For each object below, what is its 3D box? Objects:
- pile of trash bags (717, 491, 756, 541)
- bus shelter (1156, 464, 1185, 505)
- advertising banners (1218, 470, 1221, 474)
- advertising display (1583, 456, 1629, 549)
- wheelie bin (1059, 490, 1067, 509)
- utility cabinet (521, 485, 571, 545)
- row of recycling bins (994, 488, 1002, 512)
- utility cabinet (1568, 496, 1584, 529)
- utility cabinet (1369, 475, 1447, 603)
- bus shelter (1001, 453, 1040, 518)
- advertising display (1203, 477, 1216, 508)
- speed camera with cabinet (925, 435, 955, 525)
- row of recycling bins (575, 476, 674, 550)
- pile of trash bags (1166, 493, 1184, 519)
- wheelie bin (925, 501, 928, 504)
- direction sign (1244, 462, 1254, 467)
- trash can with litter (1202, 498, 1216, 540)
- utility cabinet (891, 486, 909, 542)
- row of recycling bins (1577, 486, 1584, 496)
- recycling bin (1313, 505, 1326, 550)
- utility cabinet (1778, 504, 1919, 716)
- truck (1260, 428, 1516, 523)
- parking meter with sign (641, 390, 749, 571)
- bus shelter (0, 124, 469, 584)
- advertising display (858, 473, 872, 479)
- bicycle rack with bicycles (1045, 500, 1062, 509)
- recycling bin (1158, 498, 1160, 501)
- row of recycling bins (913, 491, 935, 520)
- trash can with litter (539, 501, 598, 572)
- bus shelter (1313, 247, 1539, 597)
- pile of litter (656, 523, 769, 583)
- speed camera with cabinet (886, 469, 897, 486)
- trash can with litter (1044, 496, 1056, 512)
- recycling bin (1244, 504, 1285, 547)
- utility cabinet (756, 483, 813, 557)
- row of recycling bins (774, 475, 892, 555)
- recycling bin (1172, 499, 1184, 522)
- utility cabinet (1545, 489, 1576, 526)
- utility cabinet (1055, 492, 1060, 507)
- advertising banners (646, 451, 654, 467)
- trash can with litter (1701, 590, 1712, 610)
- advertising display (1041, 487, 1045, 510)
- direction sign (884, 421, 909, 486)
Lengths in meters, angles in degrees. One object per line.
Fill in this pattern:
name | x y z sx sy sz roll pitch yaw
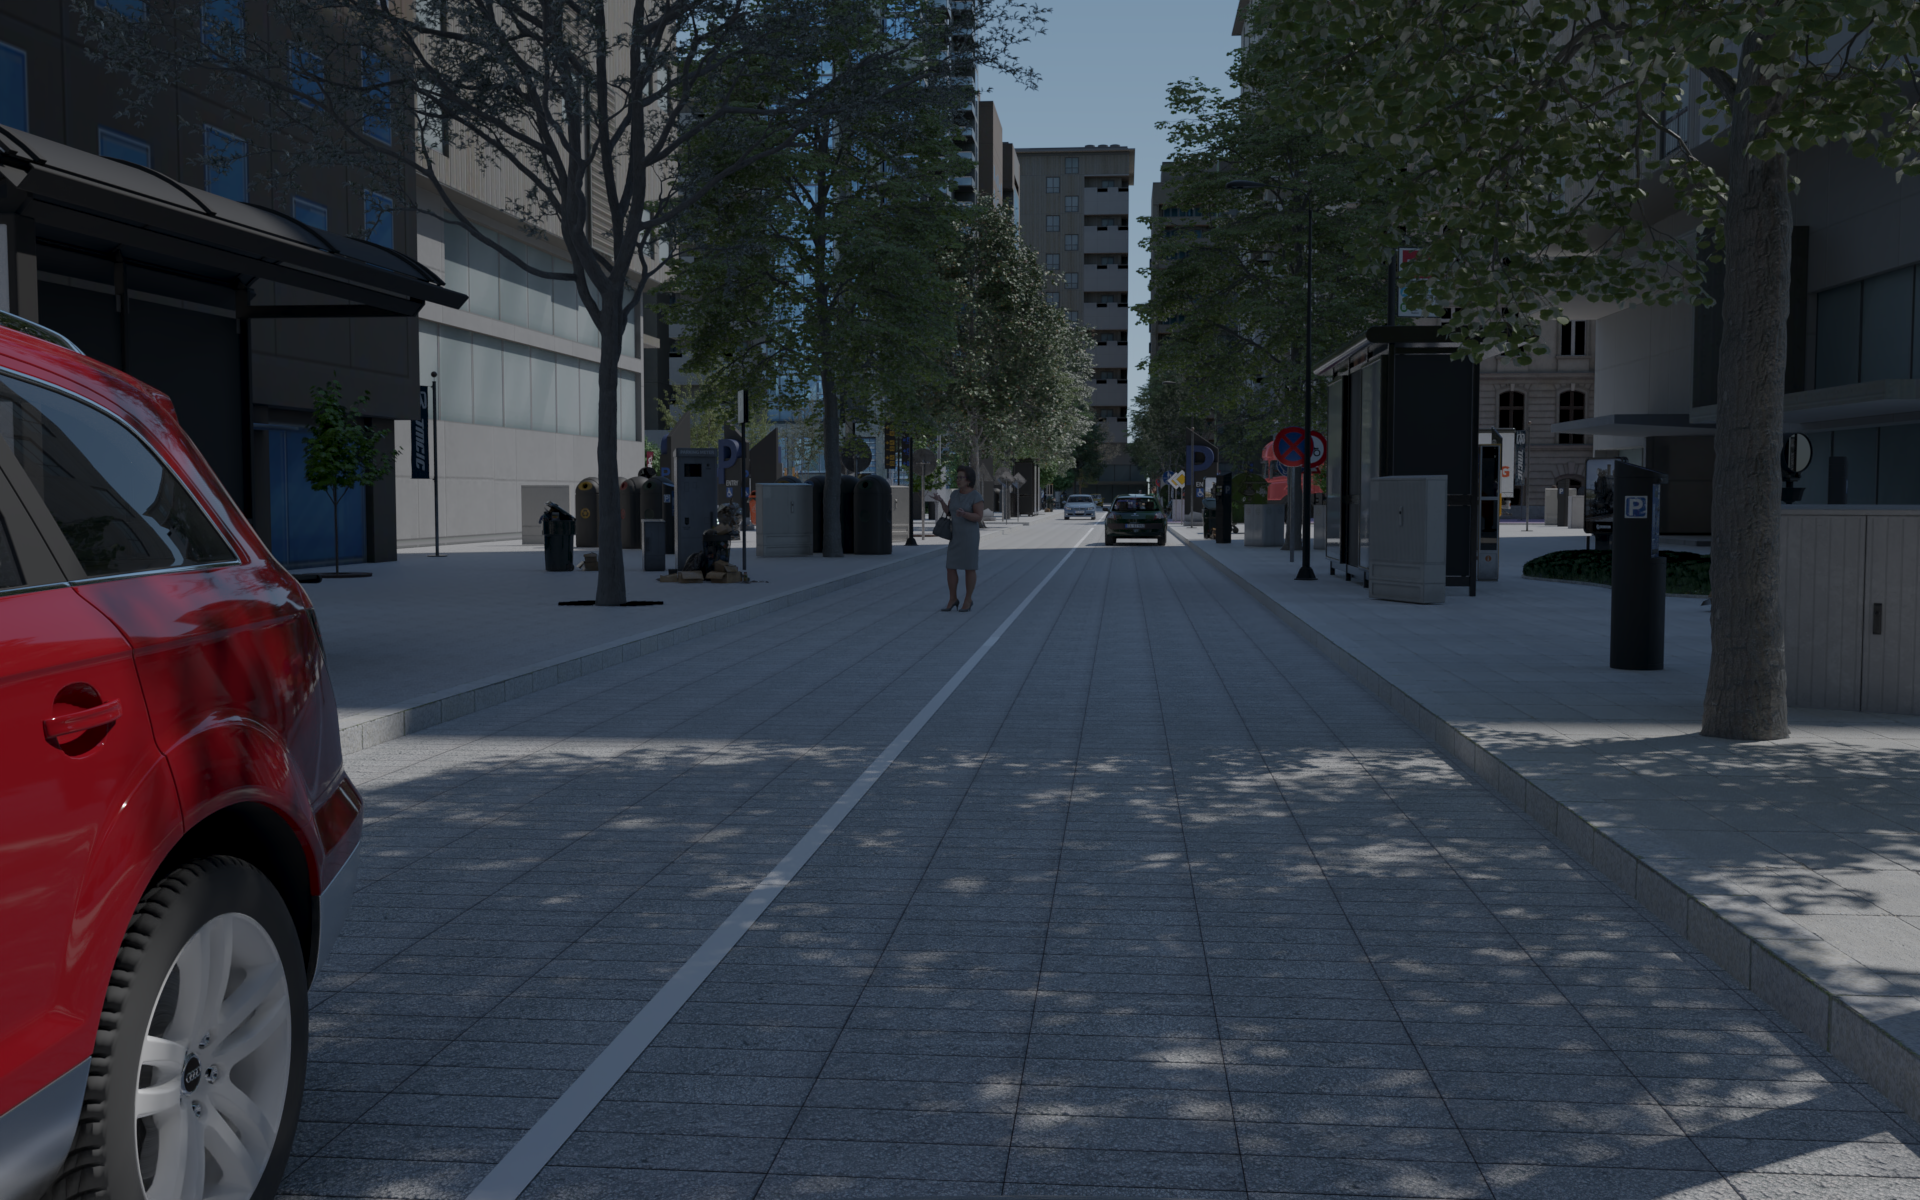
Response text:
pile of trash bags | -6.539 -2.305 47.441 3.447 1.369 1.912 2 4 35
bus shelter | 14.452 -7.594 118.086 2.014 3.302 5.546 0 4 5
advertising banners | 18.795 -8.004 127.058 0.090 3.025 2.074 0 4 -8
advertising display | 11.227 -1.524 30.133 0.123 1.923 0.974 -1 4 -20
wheelie bin | 8.973 -8.715 150.398 0.693 1.594 0.980 0 4 -4
utility cabinet | -10.343 -2.118 43.305 1.173 1.500 0.318 0 4 -7
row of recycling bins | 2.940 -7.095 123.123 3.534 1.692 1.069 3 4 38
utility cabinet | 23.125 -3.253 64.355 1.020 1.237 0.306 -1 4 -10
utility cabinet | 5.297 -0.727 20.562 0.318 1.500 1.173 -1 4 -19
bus shelter | 3.464 -7.410 98.782 2.179 5.291 8.768 0 4 6
advertising display | 9.487 -3.607 64.184 0.974 1.923 0.123 -1 4 -15
speed camera with cabinet | -0.561 -3.746 55.579 0.660 3.252 2.038 2 4 24
row of recycling bins | -7.889 -2.069 40.940 3.534 1.692 1.069 3 5 44
pile of trash bags | 11.628 -4.892 89.743 1.912 1.369 3.447 0 4 3
wheelie bin | -3.156 -9.013 155.270 0.693 1.594 0.980 -3 4 -38
direction sign | 20.442 -7.998 122.772 0.379 3.537 0.876 -3 5 -40
trash can with litter | 7.275 -2.311 49.175 0.624 1.170 1.055 -1 4 -14
utility cabinet | -1.850 -2.268 45.764 1.173 1.500 0.318 -3 5 -44
row of recycling bins | 44.172 -6.861 119.292 3.534 1.692 1.069 0 4 -8
recycling bin | 8.668 -1.680 40.025 0.722 1.027 0.722 -2 4 -31
utility cabinet | 5.295 0.050 10.343 1.020 1.237 0.306 3 4 38
truck | 18.100 -5.286 75.344 11.283 4.237 2.839 0 4 6
parking meter with sign | -4.435 -1.999 28.953 1.738 3.016 0.543 -1 4 -17
bus shelter | -5.193 -1.060 11.260 2.014 3.302 5.546 0 4 5
advertising display | -3.139 -2.978 53.897 0.974 1.923 0.123 -3 5 -42
bicycle rack with bicycles | 7.341 -8.250 148.272 2.925 0.926 2.852 0 4 1
recycling bin | 14.459 -6.927 125.814 0.722 1.027 0.722 1 4 21
row of recycling bins | -2.508 -4.849 86.389 3.534 1.692 1.069 1 4 12
trash can with litter | -6.456 -1.070 28.888 1.055 1.170 0.624 -1 4 -23
bus shelter | 6.522 -2.946 25.795 2.179 5.291 8.768 0 4 5
pile of litter | -3.629 -0.689 25.229 1.719 0.858 1.176 3 4 37
speed camera with cabinet | -4.370 -6.761 104.878 0.660 3.252 2.038 0 4 1
trash can with litter | 6.283 -6.736 121.525 0.624 1.170 1.055 1 4 20
recycling bin | 7.469 -1.832 42.509 0.722 1.027 0.722 -2 4 -33
utility cabinet | -3.577 -1.632 35.361 1.173 1.500 0.318 -3 4 -36
row of recycling bins | -2.818 -1.875 37.772 3.534 1.692 1.069 3 5 43
recycling bin | 10.383 -4.194 81.128 0.722 1.027 0.722 1 4 21
utility cabinet | 24.050 -3.712 69.374 1.173 1.500 0.318 1 4 17
utility cabinet | 8.687 -8.883 153.914 0.318 1.500 1.173 1 4 12
advertising banners | -12.924 -4.513 69.982 0.090 3.025 2.074 1 4 23
trash can with litter | 8.496 -0.436 18.516 1.055 1.170 0.624 3 5 43
advertising display | 6.678 -8.200 139.286 0.123 1.923 0.974 -1 4 -11
direction sign | -1.911 -3.788 53.929 0.876 3.537 0.379 -1 4 -9
